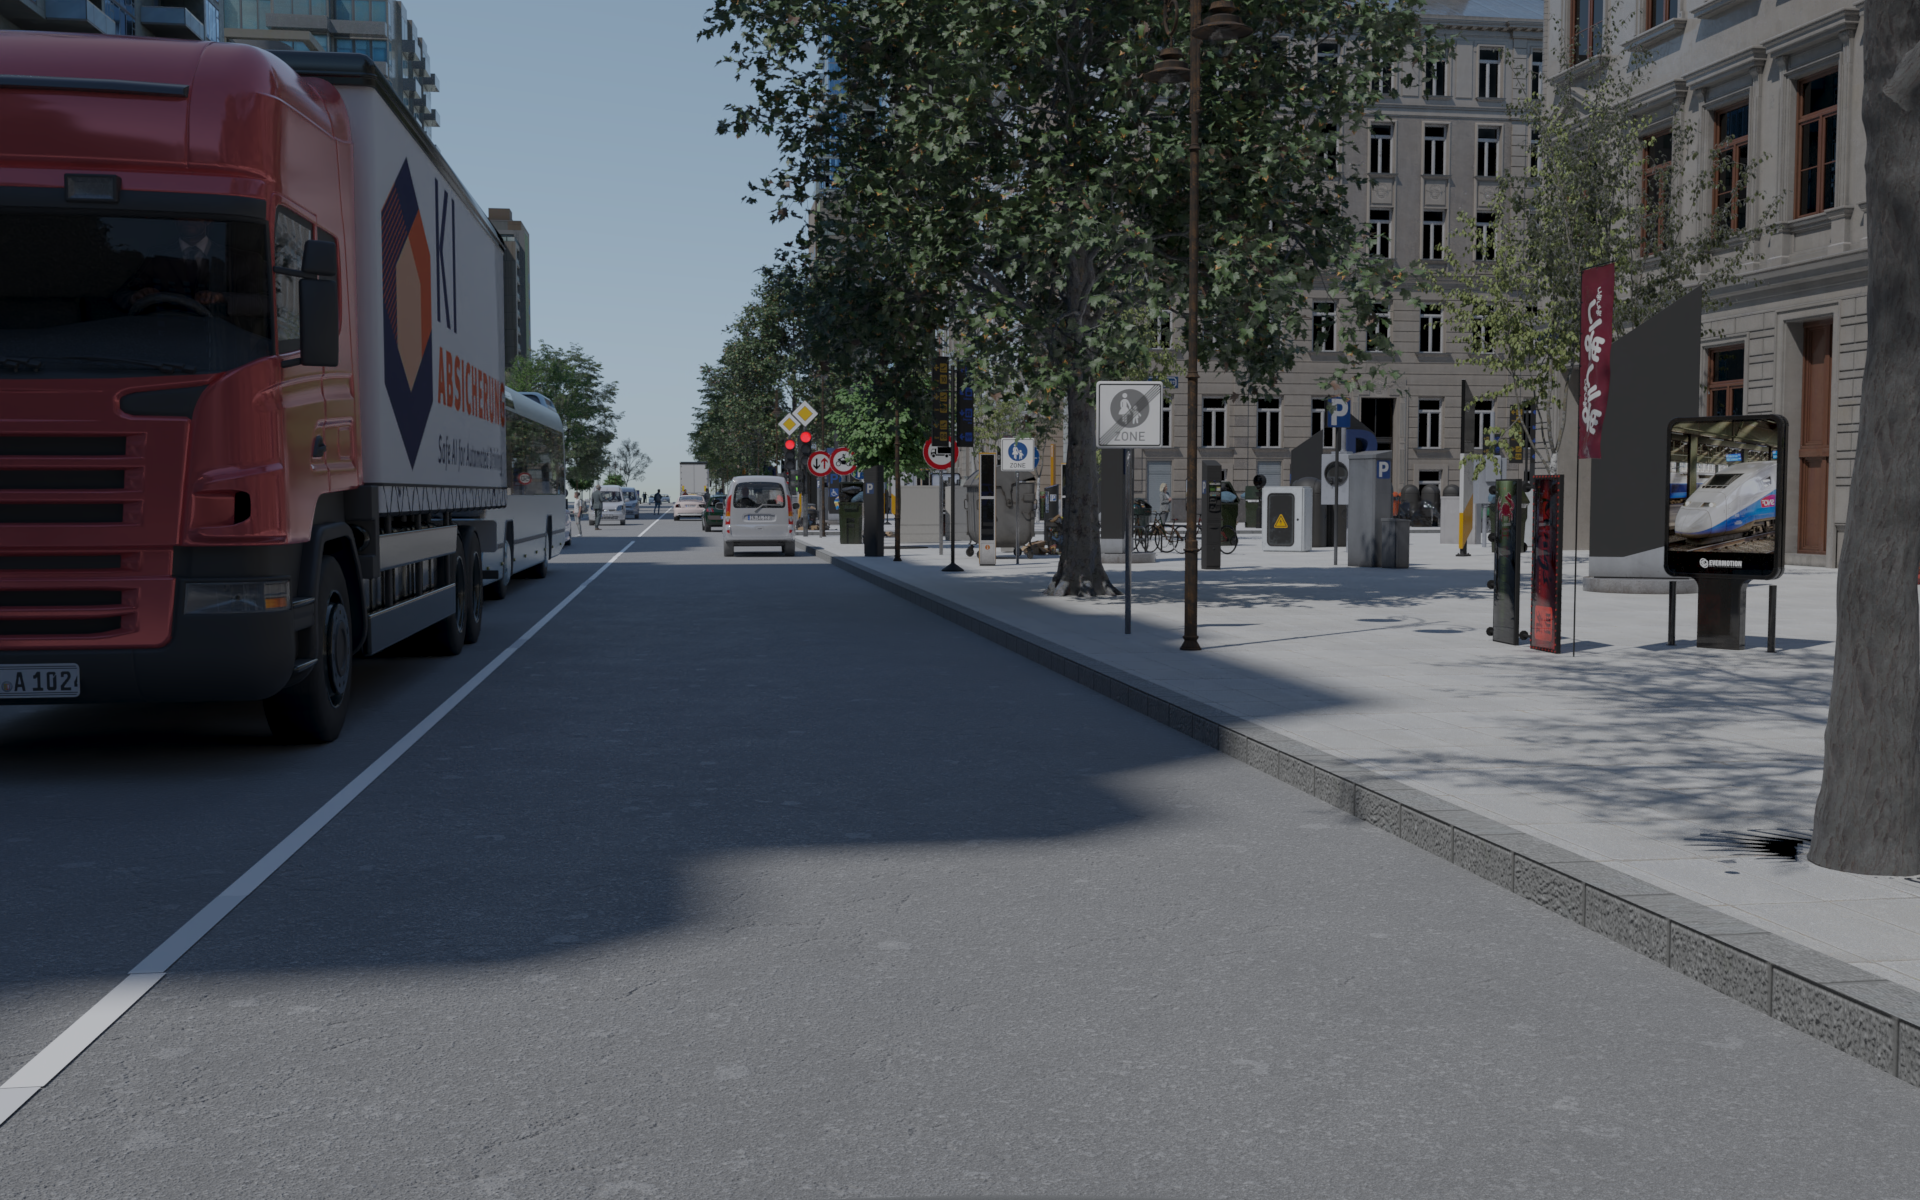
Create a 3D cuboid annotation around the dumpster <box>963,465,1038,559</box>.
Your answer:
[{"bbox_3d":[0.816,-1.772,34.730,1.264,1.857,1.865,-1,4,-9],"label":"dumpster"}]

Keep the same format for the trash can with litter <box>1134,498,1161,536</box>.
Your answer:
[{"bbox_3d":[5.818,-2.590,53.729,1.055,1.170,0.624,-2,4,-28],"label":"trash can with litter"}]

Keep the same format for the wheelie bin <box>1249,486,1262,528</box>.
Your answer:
[{"bbox_3d":[11.141,-3.542,65.827,0.980,1.594,0.693,1,4,14],"label":"wheelie bin"}]

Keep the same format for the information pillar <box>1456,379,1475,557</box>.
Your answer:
[{"bbox_3d":[10.406,-2.705,35.576,0.183,3.616,0.504,3,5,41],"label":"information pillar"}]

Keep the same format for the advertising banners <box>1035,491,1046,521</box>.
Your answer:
[{"bbox_3d":[3.270,-5.304,82.901,2.074,3.025,0.090,-1,4,-12],"label":"advertising banners"}]

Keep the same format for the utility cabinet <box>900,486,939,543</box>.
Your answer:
[{"bbox_3d":[-1.056,-2.227,45.092,1.173,1.500,0.318,-1,4,-13],"label":"utility cabinet"}]

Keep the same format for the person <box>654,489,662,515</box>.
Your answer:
[{"bbox_3d":[-20.730,-6.726,118.812,0.623,1.781,0.721,0,4,4],"label":"person"}]

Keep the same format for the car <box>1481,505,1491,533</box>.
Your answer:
[{"bbox_3d":[19.247,-2.925,59.616,4.920,1.459,2.131,0,4,-7],"label":"car"}]

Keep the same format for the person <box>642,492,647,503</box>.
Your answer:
[{"bbox_3d":[-51.148,-16.718,281.857,1.348,1.822,0.705,-3,4,-38],"label":"person"}]

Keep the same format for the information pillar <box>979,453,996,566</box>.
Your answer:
[{"bbox_3d":[0.489,-1.615,30.900,0.304,2.012,0.304,0,4,0],"label":"information pillar"}]

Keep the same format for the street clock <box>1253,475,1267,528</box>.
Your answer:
[{"bbox_3d":[11.188,-3.677,64.681,0.358,2.002,0.471,-3,5,-40],"label":"street clock"}]

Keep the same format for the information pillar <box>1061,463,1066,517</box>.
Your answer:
[{"bbox_3d":[2.611,-2.244,41.188,0.304,2.012,0.304,-3,5,-42],"label":"information pillar"}]

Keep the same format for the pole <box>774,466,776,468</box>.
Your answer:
[{"bbox_3d":[-13.189,-7.953,123.872,0.158,3.312,0.155,0,3,0],"label":"pole"}]

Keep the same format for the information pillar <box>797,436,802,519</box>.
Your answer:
[{"bbox_3d":[-6.406,-4.755,69.103,0.183,3.616,0.504,-1,4,-13],"label":"information pillar"}]

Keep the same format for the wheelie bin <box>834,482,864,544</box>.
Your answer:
[{"bbox_3d":[-2.755,-2.237,44.482,0.980,1.594,0.693,0,4,2],"label":"wheelie bin"}]

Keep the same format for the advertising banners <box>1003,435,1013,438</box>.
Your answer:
[{"bbox_3d":[0.959,-3.344,50.870,0.090,3.025,2.074,3,4,37],"label":"advertising banners"}]

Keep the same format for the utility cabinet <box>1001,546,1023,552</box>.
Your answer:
[{"bbox_3d":[1.146,-1.822,38.463,0.318,1.500,1.173,1,4,12],"label":"utility cabinet"}]

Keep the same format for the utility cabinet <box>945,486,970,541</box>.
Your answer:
[{"bbox_3d":[0.147,-2.360,47.263,1.173,1.500,0.318,-3,4,-37],"label":"utility cabinet"}]

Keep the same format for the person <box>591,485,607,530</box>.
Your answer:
[{"bbox_3d":[-14.335,-3.683,68.895,0.661,1.801,0.590,2,4,35],"label":"person"}]

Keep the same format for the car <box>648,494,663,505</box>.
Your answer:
[{"bbox_3d":[-40.966,-13.507,232.848,2.014,1.417,4.499,-1,4,-9],"label":"car"}]

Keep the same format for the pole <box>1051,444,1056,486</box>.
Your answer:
[{"bbox_3d":[3.805,-4.702,70.728,0.158,3.312,0.155,0,3,0],"label":"pole"}]

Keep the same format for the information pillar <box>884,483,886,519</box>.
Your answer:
[{"bbox_3d":[-2.422,-3.612,50.411,0.504,3.616,0.183,2,4,30],"label":"information pillar"}]

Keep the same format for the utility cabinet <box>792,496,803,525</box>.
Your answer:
[{"bbox_3d":[-7.012,-3.724,72.056,1.020,1.237,0.306,-2,4,-35],"label":"utility cabinet"}]

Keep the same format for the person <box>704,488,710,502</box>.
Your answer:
[{"bbox_3d":[-15.256,-5.800,103.611,0.573,1.790,0.520,1,4,22],"label":"person"}]

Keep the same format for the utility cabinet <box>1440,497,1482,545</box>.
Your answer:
[{"bbox_3d":[12.860,-2.037,44.460,0.306,1.237,1.020,-3,5,-44],"label":"utility cabinet"}]

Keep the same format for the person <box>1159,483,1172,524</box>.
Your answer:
[{"bbox_3d":[6.767,-2.941,56.774,0.537,1.800,0.526,-3,5,-44],"label":"person"}]

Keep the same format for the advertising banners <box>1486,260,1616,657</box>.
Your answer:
[{"bbox_3d":[4.768,-1.093,14.058,0.090,3.025,2.074,0,4,-7],"label":"advertising banners"}]

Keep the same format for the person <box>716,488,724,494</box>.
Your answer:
[{"bbox_3d":[-14.862,-6.002,106.890,0.793,1.790,0.793,3,4,36],"label":"person"}]

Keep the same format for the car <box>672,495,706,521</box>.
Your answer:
[{"bbox_3d":[-14.576,-4.992,93.980,2.083,1.381,4.827,0,4,-8],"label":"car"}]

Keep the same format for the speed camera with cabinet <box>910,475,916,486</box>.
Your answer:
[{"bbox_3d":[-1.229,-4.164,62.418,0.660,3.252,2.038,-1,4,-20],"label":"speed camera with cabinet"}]

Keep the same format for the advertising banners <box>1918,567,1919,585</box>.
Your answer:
[{"bbox_3d":[13.602,-1.727,24.417,2.074,3.025,0.090,-2,4,-24],"label":"advertising banners"}]

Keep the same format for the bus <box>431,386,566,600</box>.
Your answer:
[{"bbox_3d":[-7.797,-1.912,26.115,2.948,3.499,13.247,-1,4,-8],"label":"bus"}]

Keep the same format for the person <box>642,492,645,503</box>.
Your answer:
[{"bbox_3d":[-52.612,-17.115,288.321,1.348,1.826,0.705,3,5,43],"label":"person"}]

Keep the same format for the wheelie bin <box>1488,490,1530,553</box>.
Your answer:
[{"bbox_3d":[11.953,-1.832,37.853,0.980,1.594,0.693,-2,4,-32],"label":"wheelie bin"}]

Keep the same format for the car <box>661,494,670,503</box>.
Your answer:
[{"bbox_3d":[-47.268,-16.201,276.892,2.014,1.417,4.499,-1,4,-11],"label":"car"}]

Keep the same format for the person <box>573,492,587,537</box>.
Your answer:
[{"bbox_3d":[-12.837,-2.888,58.321,0.503,1.515,0.523,2,4,26],"label":"person"}]

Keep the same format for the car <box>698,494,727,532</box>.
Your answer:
[{"bbox_3d":[-9.056,-3.489,66.830,2.009,1.686,4.222,-1,4,-10],"label":"car"}]

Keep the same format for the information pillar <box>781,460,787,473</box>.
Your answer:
[{"bbox_3d":[-11.401,-7.406,112.448,0.504,3.616,0.183,1,4,12],"label":"information pillar"}]

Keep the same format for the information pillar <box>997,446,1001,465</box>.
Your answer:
[{"bbox_3d":[1.965,-5.650,83.732,0.183,3.616,0.504,-3,5,-39],"label":"information pillar"}]

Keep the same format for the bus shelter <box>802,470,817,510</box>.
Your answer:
[{"bbox_3d":[-7.819,-6.249,93.460,1.731,3.624,6.357,-1,4,-9],"label":"bus shelter"}]

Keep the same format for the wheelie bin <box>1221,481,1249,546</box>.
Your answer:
[{"bbox_3d":[6.506,-2.144,42.968,0.693,1.594,0.980,-2,4,-32],"label":"wheelie bin"}]

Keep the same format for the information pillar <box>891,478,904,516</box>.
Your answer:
[{"bbox_3d":[-2.316,-4.499,64.908,0.504,3.616,0.183,-1,4,-11],"label":"information pillar"}]

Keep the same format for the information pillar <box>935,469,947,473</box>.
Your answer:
[{"bbox_3d":[-0.711,-4.244,60.737,0.504,3.616,0.183,-2,4,-28],"label":"information pillar"}]

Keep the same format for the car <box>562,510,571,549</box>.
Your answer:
[{"bbox_3d":[-11.553,-2.108,46.824,2.083,1.381,4.827,-1,4,-9],"label":"car"}]

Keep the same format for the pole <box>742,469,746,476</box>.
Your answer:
[{"bbox_3d":[-13.538,-7.017,108.572,0.158,3.312,0.155,0,3,0],"label":"pole"}]

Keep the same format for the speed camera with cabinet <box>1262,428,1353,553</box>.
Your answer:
[{"bbox_3d":[7.710,-2.679,38.140,2.038,3.252,0.660,2,4,32],"label":"speed camera with cabinet"}]

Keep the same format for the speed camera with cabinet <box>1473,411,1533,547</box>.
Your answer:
[{"bbox_3d":[13.441,-2.901,41.774,2.038,3.252,0.660,0,4,-1],"label":"speed camera with cabinet"}]

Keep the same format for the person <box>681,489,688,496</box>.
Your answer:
[{"bbox_3d":[-22.447,-8.151,141.733,1.348,1.831,0.705,-3,5,-41],"label":"person"}]

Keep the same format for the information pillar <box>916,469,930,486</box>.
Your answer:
[{"bbox_3d":[-1.085,-2.839,50.906,0.304,2.012,0.304,-2,4,-32],"label":"information pillar"}]

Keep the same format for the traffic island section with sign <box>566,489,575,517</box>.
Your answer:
[{"bbox_3d":[-24.603,-6.052,107.580,1.989,1.847,2.006,-1,4,-9],"label":"traffic island section with sign"}]
